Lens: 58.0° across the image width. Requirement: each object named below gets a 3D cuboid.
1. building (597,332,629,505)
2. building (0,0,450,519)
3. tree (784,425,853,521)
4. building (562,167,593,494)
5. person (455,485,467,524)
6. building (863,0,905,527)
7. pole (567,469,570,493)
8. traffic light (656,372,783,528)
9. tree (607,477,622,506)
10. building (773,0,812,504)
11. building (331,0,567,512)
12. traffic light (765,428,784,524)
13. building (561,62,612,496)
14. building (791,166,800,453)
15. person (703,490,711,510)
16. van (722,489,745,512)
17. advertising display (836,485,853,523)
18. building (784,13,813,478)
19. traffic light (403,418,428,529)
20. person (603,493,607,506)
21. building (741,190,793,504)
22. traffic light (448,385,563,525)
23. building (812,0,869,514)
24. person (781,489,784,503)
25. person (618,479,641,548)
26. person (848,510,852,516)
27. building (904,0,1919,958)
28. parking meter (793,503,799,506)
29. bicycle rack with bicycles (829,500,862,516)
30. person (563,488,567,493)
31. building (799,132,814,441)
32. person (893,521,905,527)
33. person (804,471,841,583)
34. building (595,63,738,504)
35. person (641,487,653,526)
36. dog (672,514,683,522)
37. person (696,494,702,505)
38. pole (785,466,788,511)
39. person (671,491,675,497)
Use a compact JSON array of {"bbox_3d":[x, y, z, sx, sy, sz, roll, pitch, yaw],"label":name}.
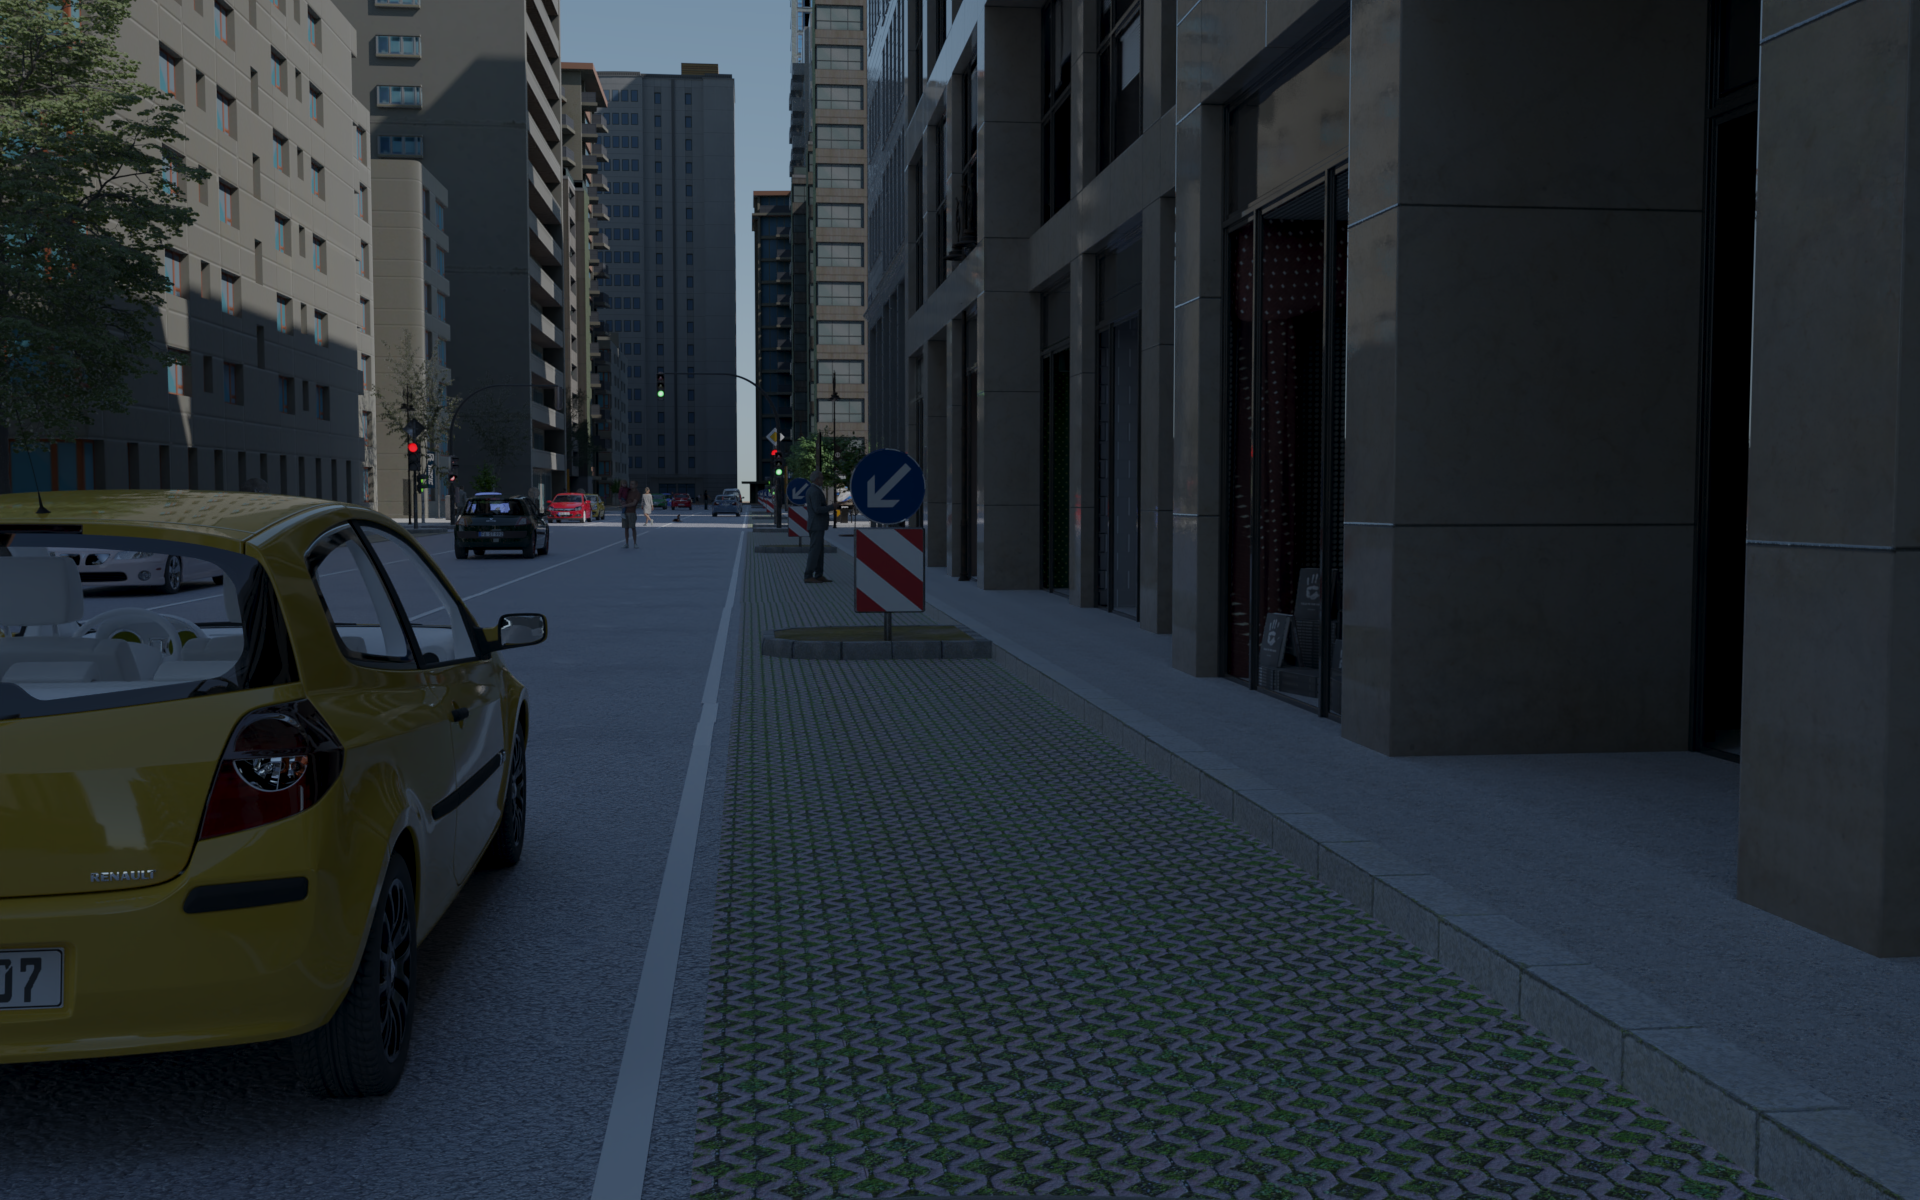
[{"bbox_3d":[-55.160,-22.101,206.396,28.899,21.520,27.650,0,4,-7],"label":"building"},{"bbox_3d":[-41.093,-14.547,82.883,27.650,21.520,28.899,0,4,-7],"label":"building"},{"bbox_3d":[-7.200,-6.356,87.640,4.285,4.588,4.351,0,3,0],"label":"tree"},{"bbox_3d":[-40.167,-23.260,151.998,14.160,30.474,14.107,0,4,-7],"label":"building"},{"bbox_3d":[-21.541,-4.043,74.730,0.709,1.813,0.853,1,4,9],"label":"person"},{"bbox_3d":[3.697,-16.667,50.001,11.434,29.767,29.804,0,4,-7],"label":"building"},{"bbox_3d":[-31.828,-8.985,140.751,0.158,3.312,0.155,0,3,0],"label":"pole"},{"bbox_3d":[-8.927,-5.519,64.899,4.771,5.953,1.251,0,4,-7],"label":"traffic light"},{"bbox_3d":[-37.896,-12.105,192.512,1.663,3.219,1.824,0,3,0],"label":"tree"},{"bbox_3d":[-11.177,-54.719,207.324,22.319,86.520,31.000,0,4,-7],"label":"building"},{"bbox_3d":[-38.568,-30.097,115.792,21.300,48.544,21.600,0,4,-7],"label":"building"},{"bbox_3d":[-7.822,-5.156,73.218,0.839,4.253,0.868,0,4,-7],"label":"traffic light"},{"bbox_3d":[-46.666,-31.667,172.381,22.147,44.769,28.867,0,4,-7],"label":"building"},{"bbox_3d":[-8.136,-23.503,155.967,14.160,30.474,14.107,0,4,-7],"label":"building"},{"bbox_3d":[-22.928,-9.055,156.559,0.705,1.822,1.348,-3,5,-42],"label":"person"},{"bbox_3d":[-18.130,-7.987,137.602,2.013,2.044,4.112,0,4,-7],"label":"van"},{"bbox_3d":[-5.091,-4.331,76.031,0.974,1.923,0.123,-3,5,-43],"label":"advertising display"},{"bbox_3d":[-6.166,-34.155,178.040,23.786,49.044,30.456,0,4,-7],"label":"building"},{"bbox_3d":[-20.024,-4.573,63.685,0.839,4.253,0.868,0,4,-7],"label":"traffic light"},{"bbox_3d":[-39.505,-11.213,192.602,0.599,1.433,0.991,0,4,3],"label":"person"},{"bbox_3d":[-16.161,-35.960,242.578,28.867,44.769,22.147,0,4,-7],"label":"building"},{"bbox_3d":[-18.919,-5.947,71.898,4.771,5.953,1.251,0,4,-7],"label":"traffic light"},{"bbox_3d":[-3.182,-26.675,119.735,14.154,41.232,14.086,0,4,-7],"label":"building"},{"bbox_3d":[-17.621,-9.969,169.480,0.683,1.767,0.568,-3,4,-37],"label":"person"},{"bbox_3d":[-8.758,-2.280,45.747,0.580,1.828,0.573,-2,4,-29],"label":"person"},{"bbox_3d":[-6.354,-5.738,99.727,0.638,1.841,0.748,0,4,0],"label":"person"},{"bbox_3d":[10.474,-13.076,18.310,19.350,26.468,34.151,0,4,-7],"label":"building"},{"bbox_3d":[-9.186,-5.588,97.078,0.255,1.863,0.399,1,4,10],"label":"parking meter"},{"bbox_3d":[-6.794,-5.485,103.067,2.852,0.926,2.925,3,5,45],"label":"bicycle rack with bicycles"},{"bbox_3d":[-25.509,-6.310,111.647,0.794,1.824,0.713,-1,4,-22],"label":"person"},{"bbox_3d":[-5.572,-22.648,141.991,14.160,30.474,14.107,0,4,-7],"label":"building"},{"bbox_3d":[-1.663,-2.218,42.401,0.767,1.812,0.694,3,5,43],"label":"person"},{"bbox_3d":[-2.220,-1.169,27.786,0.590,1.801,0.661,-1,4,-14],"label":"person"},{"bbox_3d":[-45.062,-42.643,239.212,28.212,58.520,21.231,0,4,-7],"label":"building"},{"bbox_3d":[-14.065,-4.211,78.108,0.760,1.731,0.466,3,4,39],"label":"person"},{"bbox_3d":[-14.492,-4.202,88.889,0.550,0.427,0.748,-1,4,-13],"label":"dog"},{"bbox_3d":[-33.173,-12.747,220.097,0.799,1.438,0.628,-1,4,-20],"label":"person"},{"bbox_3d":[-12.799,-8.176,127.519,0.158,3.312,0.155,0,3,0],"label":"pole"},{"bbox_3d":[-35.008,-12.325,210.543,0.617,1.759,0.750,2,4,25],"label":"person"}]
